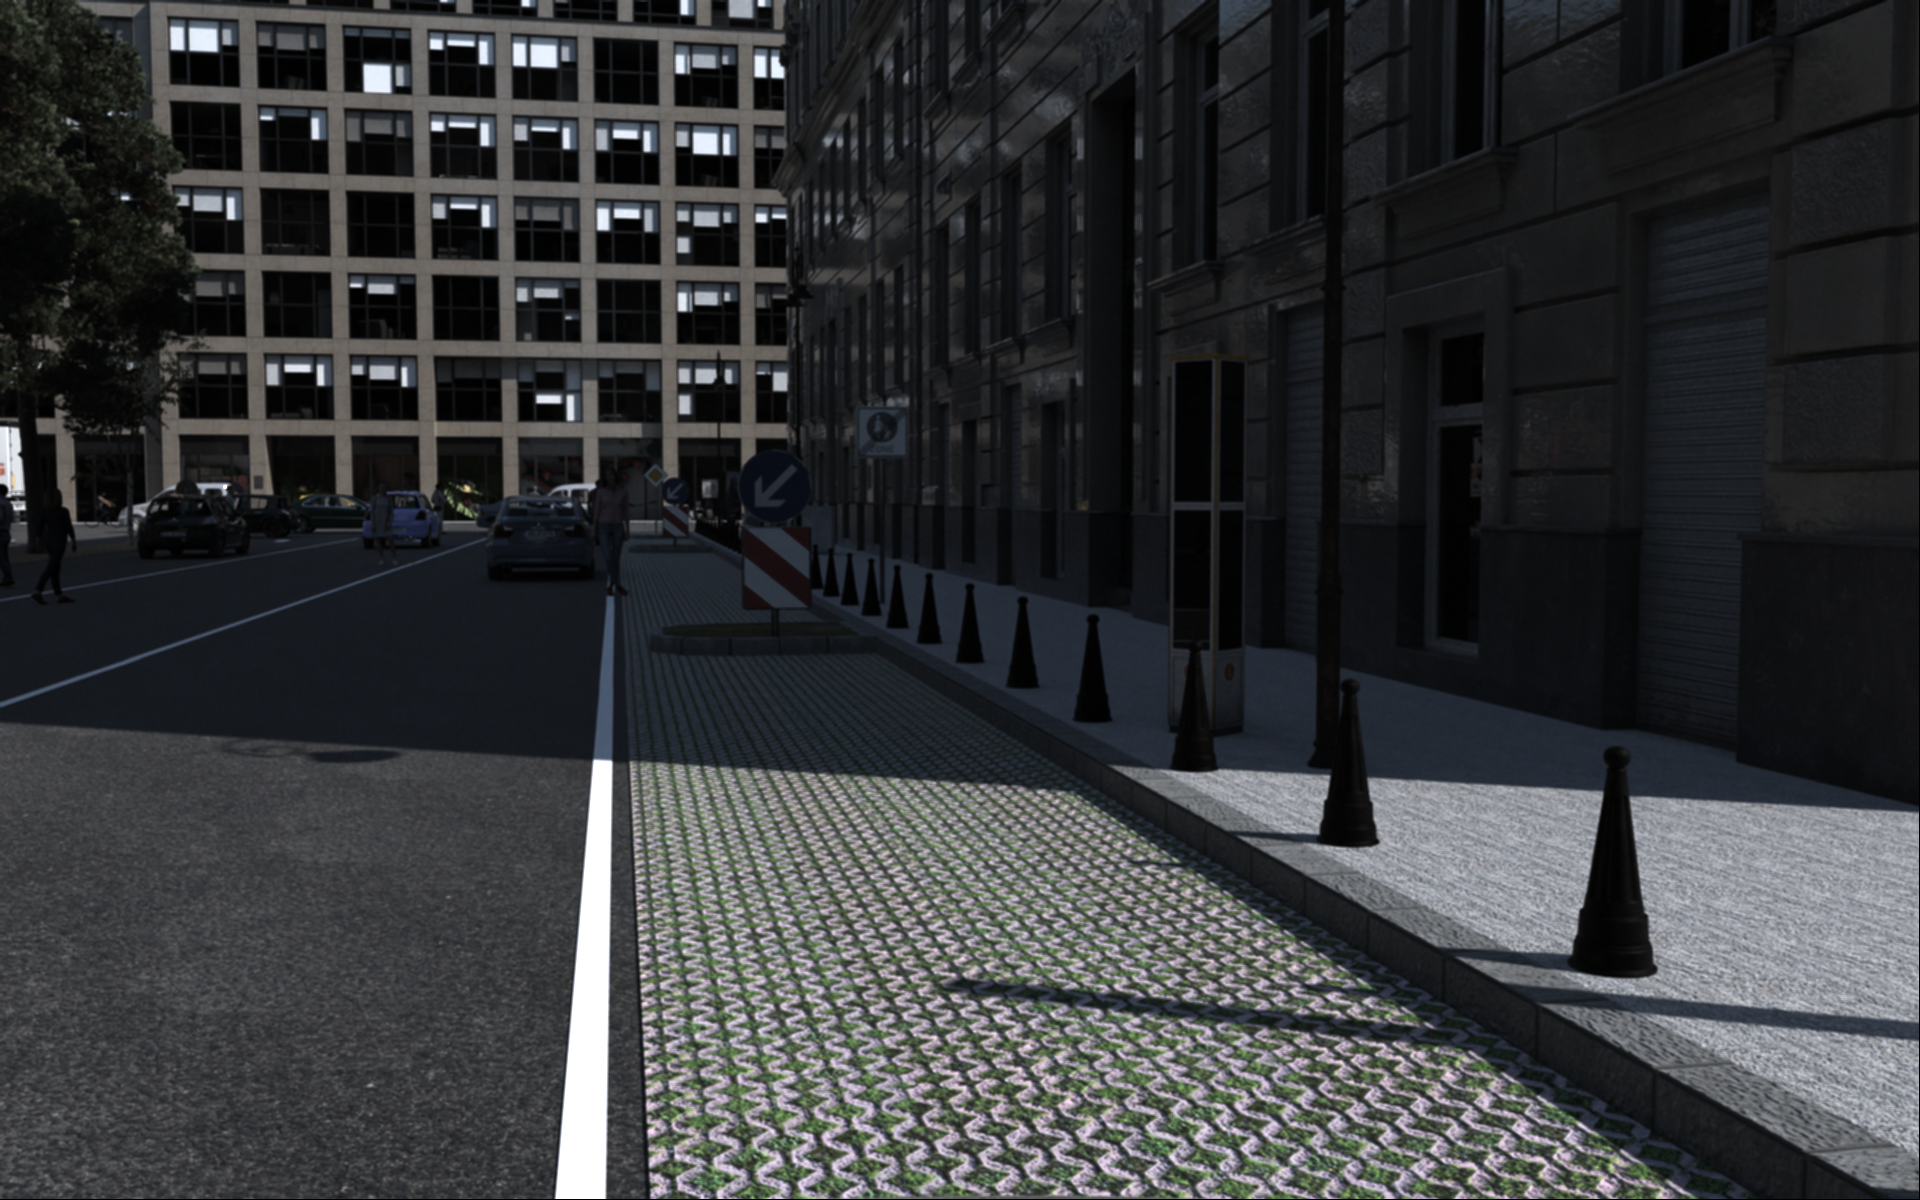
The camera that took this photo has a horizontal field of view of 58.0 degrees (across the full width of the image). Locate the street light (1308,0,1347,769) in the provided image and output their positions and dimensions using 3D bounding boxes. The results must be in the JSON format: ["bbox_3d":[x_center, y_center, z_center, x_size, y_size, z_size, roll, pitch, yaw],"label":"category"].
[{"bbox_3d":[1.731,-2.153,7.987,0.468,5.910,1.993,-1,4,-11],"label":"street light"}]

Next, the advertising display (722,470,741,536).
[{"bbox_3d":[-6.152,-2.530,46.579,0.123,1.923,0.974,1,4,16],"label":"advertising display"}]

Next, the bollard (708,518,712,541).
[{"bbox_3d":[-6.688,-1.912,47.298,0.229,0.601,0.229,0,3,0],"label":"bollard"}]

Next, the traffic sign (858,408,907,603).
[{"bbox_3d":[-0.911,-1.107,20.237,0.606,2.300,0.079,0,4,-8],"label":"traffic sign"}]

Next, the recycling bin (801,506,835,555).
[{"bbox_3d":[-3.044,-1.497,37.031,0.722,1.027,0.722,0,4,-1],"label":"recycling bin"}]

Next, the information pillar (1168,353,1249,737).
[{"bbox_3d":[1.326,-0.292,9.269,0.304,2.012,0.304,3,5,42],"label":"information pillar"}]

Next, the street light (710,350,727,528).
[{"bbox_3d":[-7.762,-5.076,55.781,0.468,5.910,1.993,-1,4,-11],"label":"street light"}]

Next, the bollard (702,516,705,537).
[{"bbox_3d":[-7.367,-2.121,50.717,0.229,0.601,0.229,0,3,0],"label":"bollard"}]

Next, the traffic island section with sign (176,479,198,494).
[{"bbox_3d":[-24.074,-2.782,53.615,2.006,1.907,1.989,-1,4,-11],"label":"traffic island section with sign"}]

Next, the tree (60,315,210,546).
[{"bbox_3d":[-22.954,-5.809,47.796,4.360,8.622,3.978,0,3,0],"label":"tree"}]

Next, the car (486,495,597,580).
[{"bbox_3d":[-7.279,-1.117,30.273,2.014,1.417,4.499,-1,4,-12],"label":"car"}]

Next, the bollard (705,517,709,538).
[{"bbox_3d":[-7.028,-2.017,49.019,0.229,0.601,0.229,0,3,0],"label":"bollard"}]

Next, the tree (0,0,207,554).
[{"bbox_3d":[-22.337,-8.038,41.303,7.806,13.903,7.818,0,3,0],"label":"tree"}]

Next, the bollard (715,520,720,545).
[{"bbox_3d":[-6.009,-1.703,43.882,0.229,0.601,0.229,0,3,0],"label":"bollard"}]

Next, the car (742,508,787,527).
[{"bbox_3d":[-5.973,-3.262,65.341,4.499,1.417,2.014,-1,4,-12],"label":"car"}]

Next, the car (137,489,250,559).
[{"bbox_3d":[-17.588,-1.840,39.866,2.009,1.686,4.222,-1,4,-11],"label":"car"}]

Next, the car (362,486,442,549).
[{"bbox_3d":[-15.029,-2.272,46.734,1.945,1.707,3.694,-1,4,-11],"label":"car"}]

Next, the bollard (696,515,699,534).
[{"bbox_3d":[-8.039,-2.329,54.116,0.229,0.601,0.229,0,3,0],"label":"bollard"}]

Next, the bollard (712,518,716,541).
[{"bbox_3d":[-6.350,-1.808,45.596,0.229,0.601,0.229,0,3,0],"label":"bollard"}]

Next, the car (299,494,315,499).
[{"bbox_3d":[-27.191,-4.004,75.691,3.980,1.641,2.015,-1,4,-11],"label":"car"}]

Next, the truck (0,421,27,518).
[{"bbox_3d":[-41.985,-4.740,66.406,11.283,4.237,2.839,-1,4,-10],"label":"truck"}]

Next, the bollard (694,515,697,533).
[{"bbox_3d":[-8.376,-2.433,55.824,0.229,0.601,0.229,0,3,0],"label":"bollard"}]

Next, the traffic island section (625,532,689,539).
[{"bbox_3d":[-9.830,-2.074,56.187,2.009,0.180,2.903,-1,4,-11],"label":"traffic island section"}]

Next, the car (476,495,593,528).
[{"bbox_3d":[-14.891,-3.037,61.656,4.499,1.417,2.014,-1,4,-10],"label":"car"}]

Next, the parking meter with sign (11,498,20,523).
[{"bbox_3d":[-41.516,-4.855,75.644,1.738,3.016,0.543,0,4,-7],"label":"parking meter with sign"}]

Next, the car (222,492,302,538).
[{"bbox_3d":[-23.796,-2.866,56.653,4.222,1.686,2.009,-1,4,-12],"label":"car"}]

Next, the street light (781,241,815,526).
[{"bbox_3d":[-2.980,-3.615,31.891,0.468,5.910,1.993,-1,4,-11],"label":"street light"}]

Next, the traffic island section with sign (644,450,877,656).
[{"bbox_3d":[-1.901,-0.464,16.217,1.989,1.847,2.006,-1,4,-11],"label":"traffic island section with sign"}]

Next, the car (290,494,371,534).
[{"bbox_3d":[-22.786,-3.185,63.881,4.920,1.459,2.131,-1,4,-11],"label":"car"}]

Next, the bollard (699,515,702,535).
[{"bbox_3d":[-7.703,-2.225,52.418,0.229,0.601,0.229,0,3,0],"label":"bollard"}]

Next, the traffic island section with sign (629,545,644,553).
[{"bbox_3d":[-7.150,-2.081,42.658,1.989,1.847,2.006,-1,4,-11],"label":"traffic island section with sign"}]

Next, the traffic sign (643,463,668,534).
[{"bbox_3d":[-9.852,-3.209,56.105,0.795,2.450,0.064,-1,4,-11],"label":"traffic sign"}]
